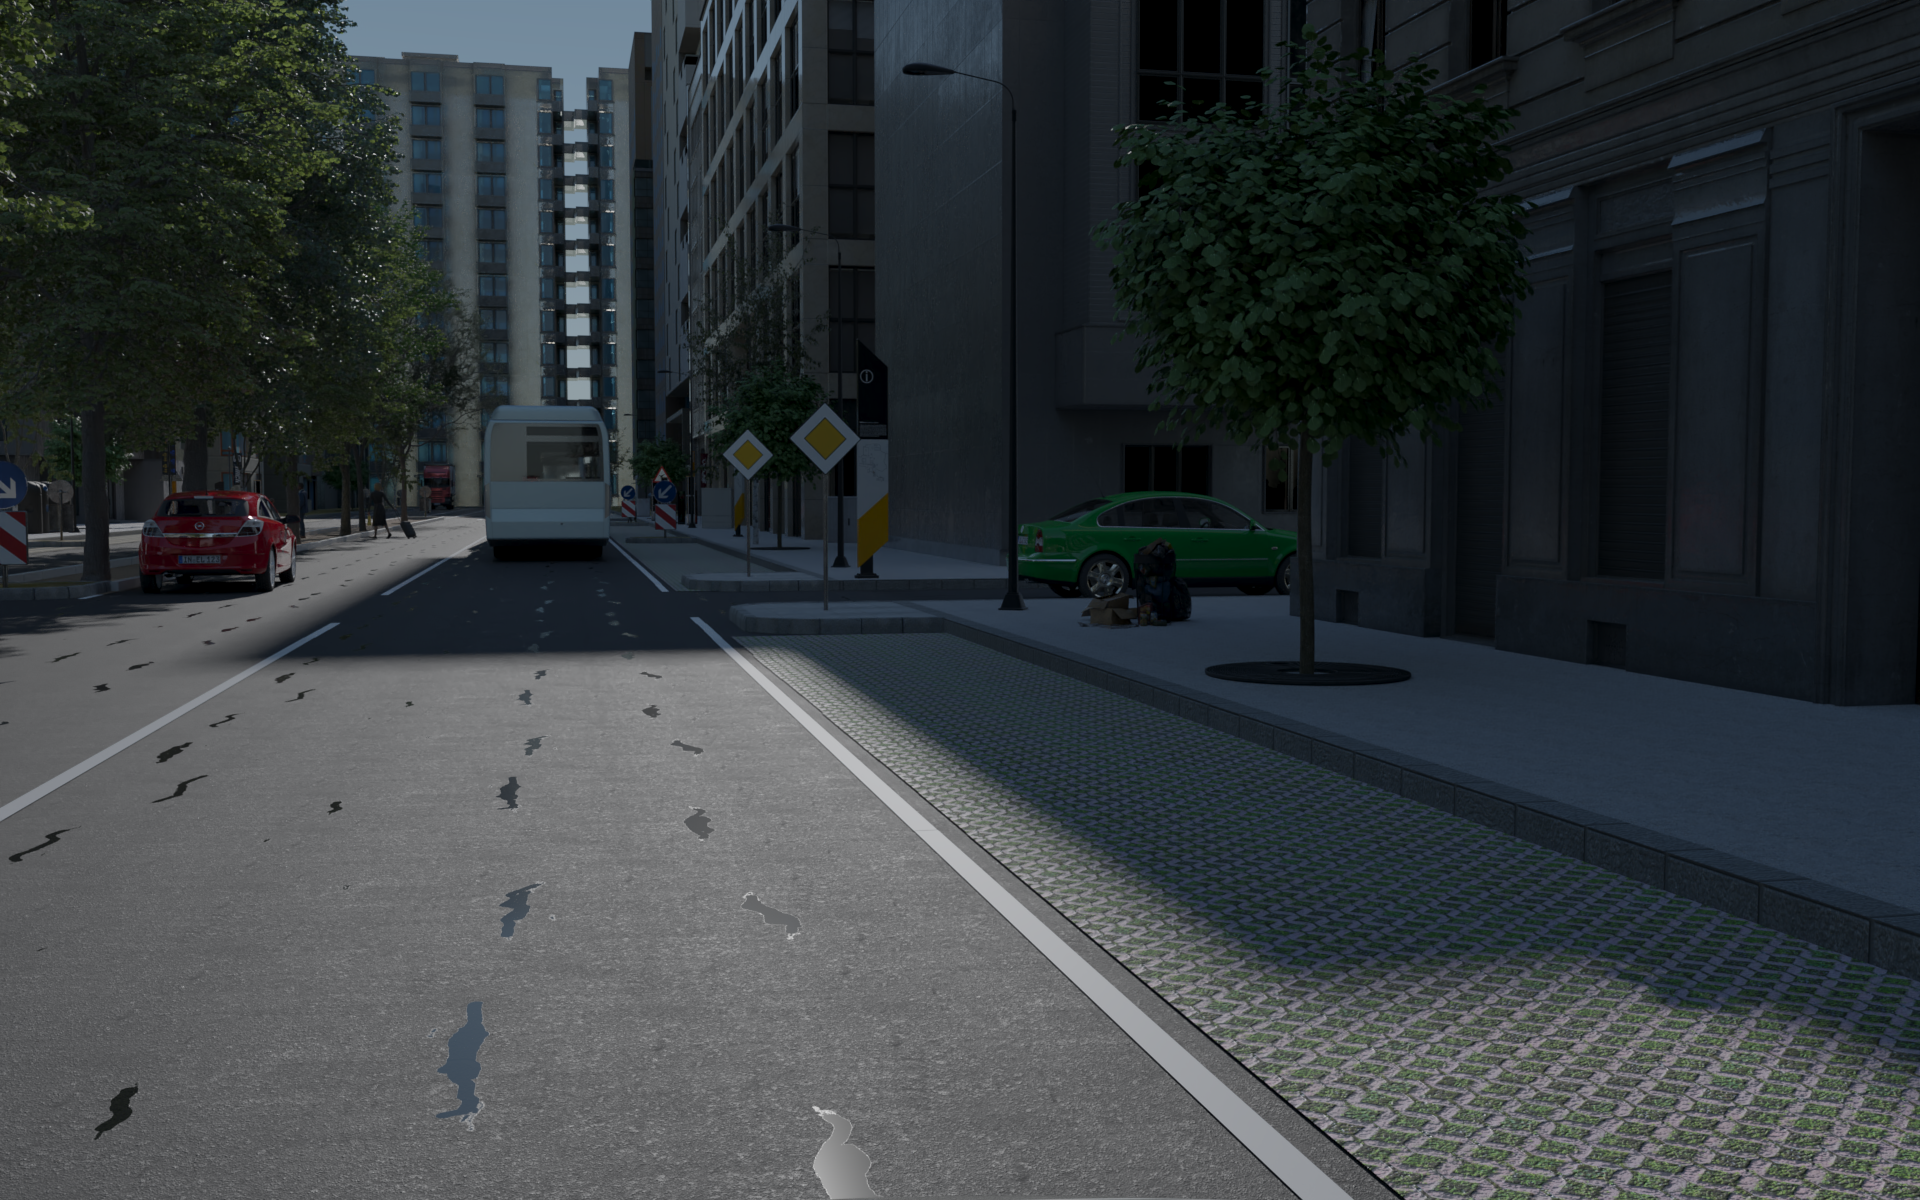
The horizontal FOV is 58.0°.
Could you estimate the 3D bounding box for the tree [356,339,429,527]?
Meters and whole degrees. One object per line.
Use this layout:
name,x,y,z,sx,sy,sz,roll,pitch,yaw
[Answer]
tree,-24.653,-7.394,73.717,4.737,8.622,4.395,0,3,0

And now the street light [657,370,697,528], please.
street light,-10.628,-5.657,65.029,1.470,5.913,1.316,-1,4,-13

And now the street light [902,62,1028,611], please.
street light,0.062,-2.838,18.936,1.470,5.913,1.316,-1,4,-13

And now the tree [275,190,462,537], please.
tree,-20.615,-7.942,58.057,9.928,11.665,9.643,0,3,0

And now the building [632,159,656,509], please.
building,-21.865,-23.349,153.463,14.160,30.474,14.107,-1,4,-13

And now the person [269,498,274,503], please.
person,-28.319,-3.558,71.336,0.373,1.253,0.362,-1,4,-21

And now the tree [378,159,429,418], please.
tree,-19.189,-7.875,49.336,7.486,12.596,7.792,0,3,0

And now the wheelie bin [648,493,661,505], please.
wheelie bin,-15.273,-4.856,87.307,0.980,1.594,0.693,-2,4,-26

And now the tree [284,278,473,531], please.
tree,-23.019,-7.936,66.616,8.767,10.594,7.601,-1,4,-13

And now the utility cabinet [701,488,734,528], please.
utility cabinet,-8.972,-3.397,64.225,1.173,1.500,0.318,1,4,14

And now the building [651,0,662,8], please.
building,-17.308,-29.936,139.561,14.600,45.320,14.200,-1,4,-13

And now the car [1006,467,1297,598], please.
car,3.006,-0.900,23.509,4.718,1.807,1.959,-1,4,-13

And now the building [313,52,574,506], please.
building,-57.937,-34.953,191.086,30.456,49.044,23.786,-1,4,-13

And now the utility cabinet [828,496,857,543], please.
utility cabinet,-3.063,-2.101,45.513,1.020,1.237,0.306,1,4,14

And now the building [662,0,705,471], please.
building,-6.307,-32.494,120.512,28.713,52.752,27.495,-1,4,-13

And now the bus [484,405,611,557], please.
bus,-10.138,-2.915,42.525,2.948,3.499,13.247,-1,4,-13

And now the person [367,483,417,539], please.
person,-18.259,-2.859,55.460,1.509,1.804,0.699,1,4,12

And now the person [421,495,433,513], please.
person,-40.295,-7.429,130.697,1.217,1.736,0.721,1,4,21

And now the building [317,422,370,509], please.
building,-69.990,-51.316,151.683,31.000,86.520,22.319,-1,4,-13

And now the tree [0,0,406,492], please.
tree,-16.003,-7.750,35.831,9.857,13.997,8.962,0,3,0

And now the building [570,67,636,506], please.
building,-28.003,-35.303,196.808,30.456,49.044,23.786,-1,4,-13

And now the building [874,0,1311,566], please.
building,14.025,-13.422,38.522,30.058,24.678,14.314,-1,4,-13

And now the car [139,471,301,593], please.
car,-11.342,-1.077,26.646,2.155,1.783,4.494,-1,4,-15

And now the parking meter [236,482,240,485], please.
parking meter,-35.506,-4.874,85.401,0.255,1.863,0.399,0,4,-5

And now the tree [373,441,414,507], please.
tree,-56.110,-13.535,171.662,4.360,8.622,3.978,0,3,0

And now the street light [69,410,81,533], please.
street light,-28.810,-5.187,57.349,1.470,5.913,1.316,-1,4,-13

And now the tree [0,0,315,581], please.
tree,-13.490,-6.489,26.679,7.486,12.596,7.792,0,3,0

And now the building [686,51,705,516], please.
building,-7.644,-16.768,92.172,12.078,24.808,19.932,-1,4,-13

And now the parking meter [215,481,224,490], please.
parking meter,-34.373,-4.569,80.410,0.399,1.863,0.255,2,4,29

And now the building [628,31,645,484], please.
building,-24.513,-31.633,167.318,14.600,45.320,14.200,-1,4,-13

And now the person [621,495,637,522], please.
person,-16.067,-4.592,84.059,0.782,1.767,0.515,-1,4,-10

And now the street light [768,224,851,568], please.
street light,-2.618,-3.519,30.073,1.470,5.913,1.316,-1,4,-13

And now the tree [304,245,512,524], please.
tree,-26.617,-10.386,82.633,12.009,13.543,11.850,0,3,0

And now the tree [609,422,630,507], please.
tree,-35.609,-13.821,176.331,4.360,8.622,3.978,0,3,0

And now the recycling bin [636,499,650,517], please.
recycling bin,-17.921,-5.220,97.902,0.722,1.027,0.722,-1,4,-17

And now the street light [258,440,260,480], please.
street light,-36.997,-7.358,92.846,1.470,5.913,1.316,-1,4,-13

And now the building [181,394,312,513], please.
building,-56.934,-16.020,106.965,27.650,21.520,28.899,-1,4,-13

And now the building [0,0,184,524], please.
building,-42.954,-18.558,75.130,14.160,30.474,14.107,-1,4,-13

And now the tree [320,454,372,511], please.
tree,-49.789,-9.657,141.610,4.285,4.588,4.351,0,3,0

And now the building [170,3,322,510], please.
building,-56.028,-29.261,128.522,14.600,45.320,14.200,-1,4,-13

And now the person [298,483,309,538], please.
person,-21.198,-2.879,55.751,0.419,1.800,0.721,-1,4,-19

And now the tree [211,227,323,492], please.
tree,-17.948,-5.532,43.260,4.737,8.622,4.395,0,3,0

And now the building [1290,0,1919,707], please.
building,10.053,-9.840,10.040,9.793,20.994,18.267,-1,4,-13

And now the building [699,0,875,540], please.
building,1.181,-16.018,66.409,19.350,26.468,34.151,-1,4,-13

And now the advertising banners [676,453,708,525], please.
advertising banners,-11.360,-4.734,73.592,0.090,3.025,2.074,2,4,32

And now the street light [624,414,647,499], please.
street light,-18.748,-7.817,100.351,1.470,5.913,1.316,-1,4,-13
